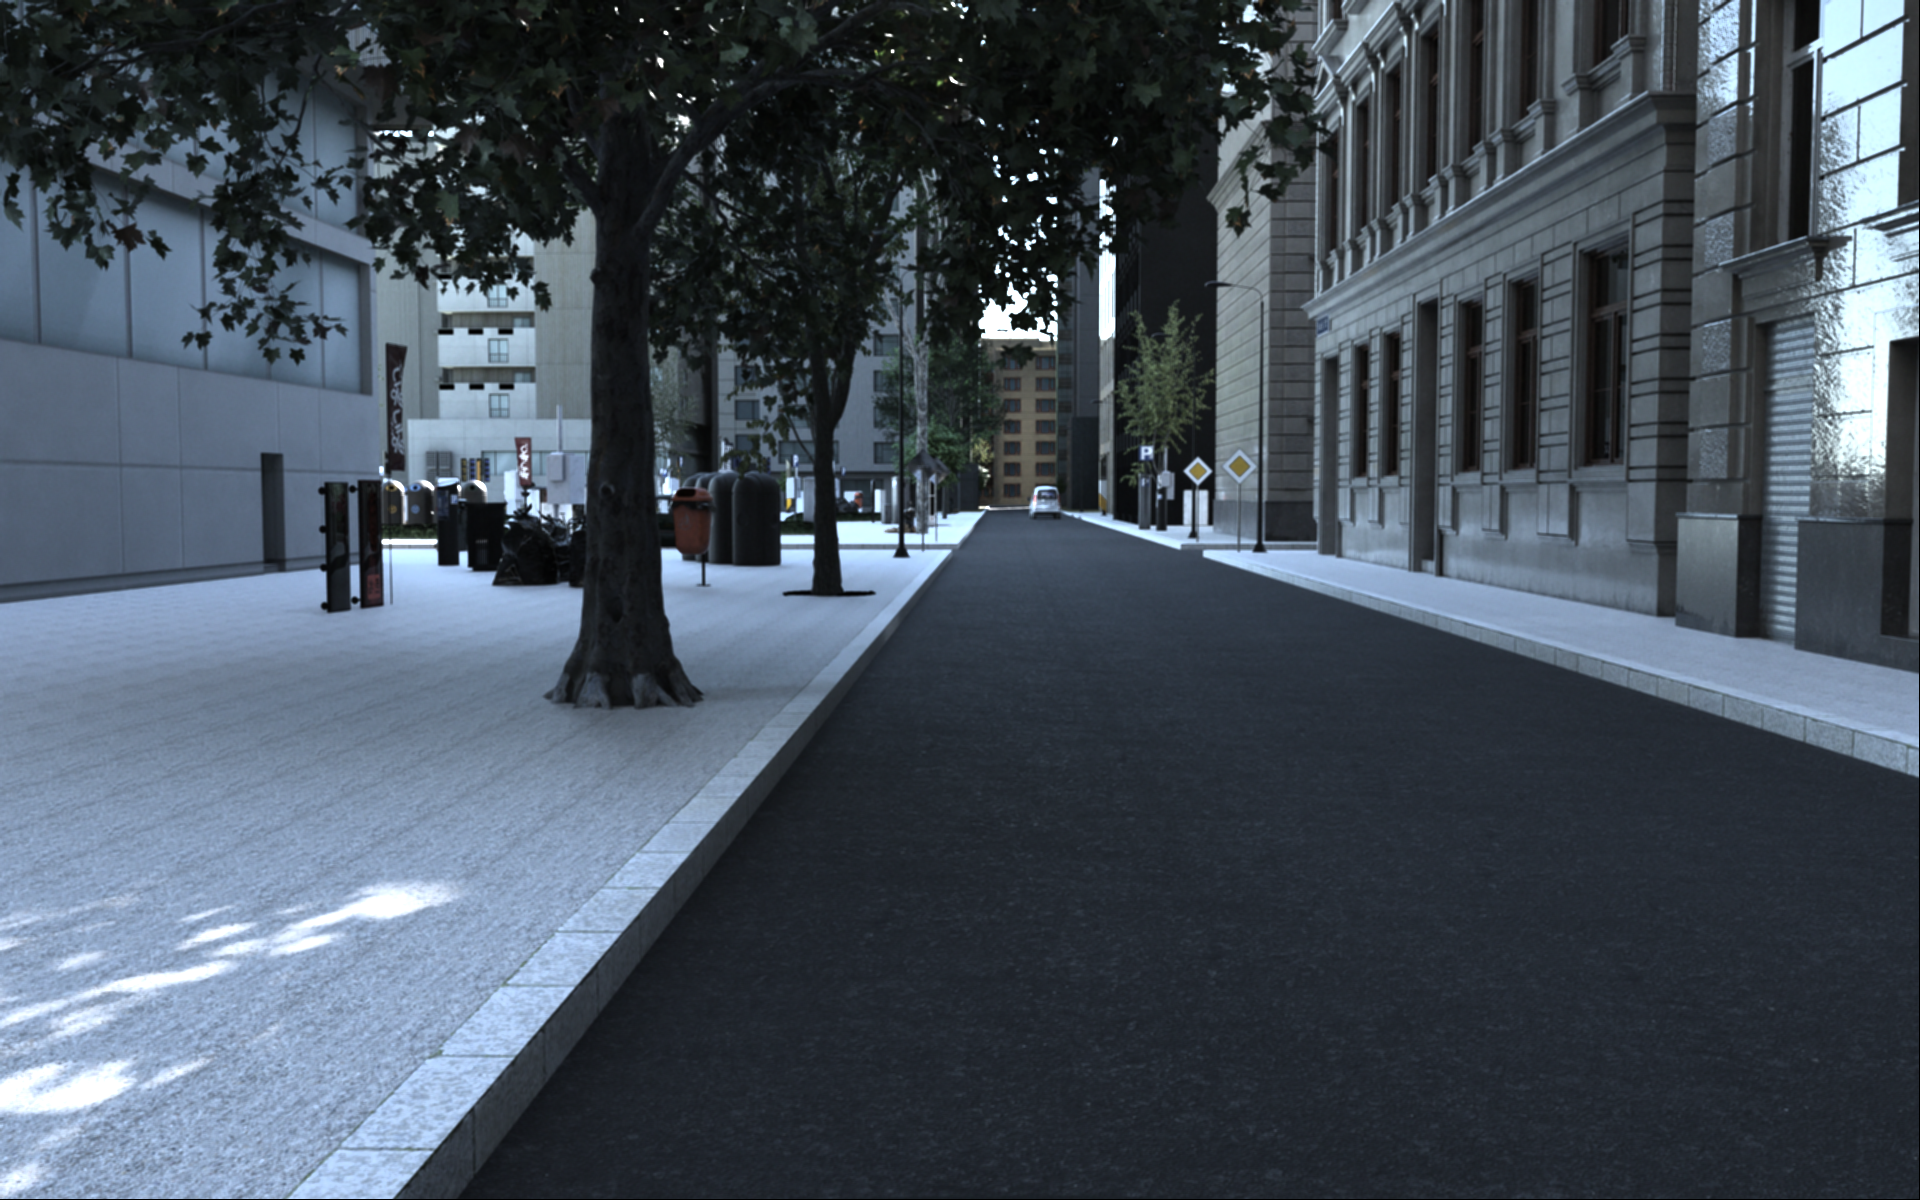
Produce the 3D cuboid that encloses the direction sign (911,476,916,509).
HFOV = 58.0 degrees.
[{"bbox_3d":[-2.583,-6.541,98.941,0.379,3.537,0.876,2,4,24],"label":"direction sign"}]

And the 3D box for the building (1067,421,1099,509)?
[{"bbox_3d":[20.362,-50.406,136.817,22.319,86.520,31.000,0,4,1],"label":"building"}]

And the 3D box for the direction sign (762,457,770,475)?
[{"bbox_3d":[-11.872,-6.990,106.289,0.379,3.537,0.876,2,4,25],"label":"direction sign"}]

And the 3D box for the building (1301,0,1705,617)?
[{"bbox_3d":[12.461,-11.673,27.014,11.583,22.565,21.152,0,4,1],"label":"building"}]

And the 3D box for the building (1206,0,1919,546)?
[{"bbox_3d":[20.477,-15.536,51.284,25.104,27.353,12.463,0,4,1],"label":"building"}]

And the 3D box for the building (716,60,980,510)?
[{"bbox_3d":[-8.648,-43.232,145.094,20.563,71.187,20.611,0,4,1],"label":"building"}]

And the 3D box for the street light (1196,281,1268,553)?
[{"bbox_3d":[6.058,-4.003,37.986,1.470,5.913,1.316,0,4,1],"label":"street light"}]

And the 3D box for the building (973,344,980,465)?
[{"bbox_3d":[-4.976,-33.006,189.751,14.200,45.320,14.600,0,4,1],"label":"building"}]

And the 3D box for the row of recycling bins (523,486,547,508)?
[{"bbox_3d":[-26.757,-6.370,111.267,3.534,1.692,1.069,3,4,38],"label":"row of recycling bins"}]

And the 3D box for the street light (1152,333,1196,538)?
[{"bbox_3d":[6.253,-4.751,50.227,1.470,5.913,1.316,0,4,1],"label":"street light"}]

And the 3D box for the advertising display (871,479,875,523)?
[{"bbox_3d":[-3.837,-4.354,76.408,0.123,1.923,0.974,0,4,-6],"label":"advertising display"}]

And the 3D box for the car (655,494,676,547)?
[{"bbox_3d":[-6.504,-1.961,41.852,4.222,1.686,2.009,0,4,2],"label":"car"}]

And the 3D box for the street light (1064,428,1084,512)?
[{"bbox_3d":[7.970,-9.087,121.109,1.470,5.913,1.316,0,4,1],"label":"street light"}]

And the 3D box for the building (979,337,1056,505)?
[{"bbox_3d":[-1.186,-22.848,218.605,28.899,21.520,27.650,0,4,1],"label":"building"}]

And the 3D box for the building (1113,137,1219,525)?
[{"bbox_3d":[13.634,-15.185,77.947,12.332,23.373,15.834,0,4,1],"label":"building"}]

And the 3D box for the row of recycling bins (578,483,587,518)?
[{"bbox_3d":[-13.831,-3.622,66.335,1.069,1.692,3.534,3,5,40],"label":"row of recycling bins"}]

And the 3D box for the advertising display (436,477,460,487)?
[{"bbox_3d":[-19.213,-3.659,65.031,0.123,1.923,0.974,3,5,40],"label":"advertising display"}]

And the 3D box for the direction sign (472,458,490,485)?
[{"bbox_3d":[-30.212,-7.202,109.755,0.876,3.537,0.379,-3,5,-41],"label":"direction sign"}]

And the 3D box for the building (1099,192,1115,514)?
[{"bbox_3d":[18.951,-18.275,103.315,19.350,26.468,34.151,0,4,1],"label":"building"}]

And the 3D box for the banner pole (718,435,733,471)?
[{"bbox_3d":[-10.056,-5.145,74.145,0.863,3.779,0.401,-2,4,-30],"label":"banner pole"}]

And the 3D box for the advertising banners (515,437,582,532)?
[{"bbox_3d":[-12.695,-3.497,53.371,2.074,3.025,0.090,0,4,6],"label":"advertising banners"}]

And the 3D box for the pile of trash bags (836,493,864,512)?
[{"bbox_3d":[-6.415,-5.351,97.249,1.912,1.369,3.447,2,4,26],"label":"pile of trash bags"}]

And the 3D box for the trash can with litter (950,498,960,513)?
[{"bbox_3d":[-0.564,-6.332,114.915,1.055,1.170,0.624,-2,4,-29],"label":"trash can with litter"}]

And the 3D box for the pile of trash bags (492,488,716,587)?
[{"bbox_3d":[-4.954,-0.904,24.532,3.447,1.369,1.912,2,4,25],"label":"pile of trash bags"}]

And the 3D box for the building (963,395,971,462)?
[{"bbox_3d":[-6.043,-23.970,163.608,14.160,30.474,14.107,0,4,1],"label":"building"}]

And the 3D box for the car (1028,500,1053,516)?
[{"bbox_3d":[5.324,-6.173,110.516,1.945,1.707,3.694,0,4,1],"label":"car"}]

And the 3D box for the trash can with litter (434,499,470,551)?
[{"bbox_3d":[-11.475,-1.687,38.972,1.055,1.170,0.624,3,4,38],"label":"trash can with litter"}]

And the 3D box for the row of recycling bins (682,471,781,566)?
[{"bbox_3d":[-4.337,-1.543,32.343,1.069,1.692,3.534,-2,4,-28],"label":"row of recycling bins"}]

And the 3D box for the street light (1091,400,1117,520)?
[{"bbox_3d":[7.207,-6.937,85.963,1.470,5.913,1.316,0,4,1],"label":"street light"}]

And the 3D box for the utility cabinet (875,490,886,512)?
[{"bbox_3d":[-3.999,-4.791,87.019,0.318,1.500,1.173,-1,4,-16],"label":"utility cabinet"}]

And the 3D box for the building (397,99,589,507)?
[{"bbox_3d":[-40.433,-36.334,183.300,27.495,52.752,28.713,0,4,1],"label":"building"}]

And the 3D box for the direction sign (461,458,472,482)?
[{"bbox_3d":[-31.231,-7.219,110.029,0.876,3.537,0.379,-2,4,-25],"label":"direction sign"}]

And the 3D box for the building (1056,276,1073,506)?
[{"bbox_3d":[17.487,-30.922,189.170,14.154,41.232,14.086,0,4,1],"label":"building"}]

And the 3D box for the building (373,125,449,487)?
[{"bbox_3d":[-62.048,-31.079,191.731,14.086,41.232,14.154,0,4,1],"label":"building"}]

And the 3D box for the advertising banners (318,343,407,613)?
[{"bbox_3d":[-6.686,-1.429,19.558,0.090,3.025,2.074,1,4,8],"label":"advertising banners"}]

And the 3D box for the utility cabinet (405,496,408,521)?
[{"bbox_3d":[-23.330,-3.872,74.472,1.020,1.237,0.306,0,4,-4],"label":"utility cabinet"}]

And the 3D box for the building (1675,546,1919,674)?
[{"bbox_3d":[12.310,-12.631,3.782,12.463,27.353,25.104,0,4,1],"label":"building"}]

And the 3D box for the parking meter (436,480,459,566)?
[{"bbox_3d":[-9.221,-1.393,31.191,0.372,1.533,0.369,0,3,0],"label":"parking meter"}]

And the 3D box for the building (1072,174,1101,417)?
[{"bbox_3d":[21.441,-38.253,167.436,21.231,58.520,28.212,0,4,1],"label":"building"}]

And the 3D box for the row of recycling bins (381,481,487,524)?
[{"bbox_3d":[-16.240,-2.828,53.344,3.534,1.692,1.069,1,4,10],"label":"row of recycling bins"}]

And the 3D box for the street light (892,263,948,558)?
[{"bbox_3d":[-0.642,-3.811,34.843,1.470,5.913,1.316,0,4,1],"label":"street light"}]

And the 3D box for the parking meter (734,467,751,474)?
[{"bbox_3d":[-4.680,-1.952,37.619,0.399,1.863,0.255,-2,4,-30],"label":"parking meter"}]

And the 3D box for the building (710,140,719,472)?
[{"bbox_3d":[-19.470,-31.026,190.866,14.086,41.232,14.154,0,4,1],"label":"building"}]

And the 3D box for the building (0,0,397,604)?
[{"bbox_3d":[-23.440,-26.371,20.399,27.495,52.752,28.713,0,4,1],"label":"building"}]

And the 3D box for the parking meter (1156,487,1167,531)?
[{"bbox_3d":[7.045,-3.187,60.516,0.372,1.533,0.369,0,3,0],"label":"parking meter"}]

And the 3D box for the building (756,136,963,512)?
[{"bbox_3d":[-7.199,-21.833,128.676,14.160,30.474,14.107,0,4,1],"label":"building"}]

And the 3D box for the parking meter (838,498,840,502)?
[{"bbox_3d":[-8.405,-6.886,118.292,0.399,1.863,0.255,-1,4,-13],"label":"parking meter"}]
